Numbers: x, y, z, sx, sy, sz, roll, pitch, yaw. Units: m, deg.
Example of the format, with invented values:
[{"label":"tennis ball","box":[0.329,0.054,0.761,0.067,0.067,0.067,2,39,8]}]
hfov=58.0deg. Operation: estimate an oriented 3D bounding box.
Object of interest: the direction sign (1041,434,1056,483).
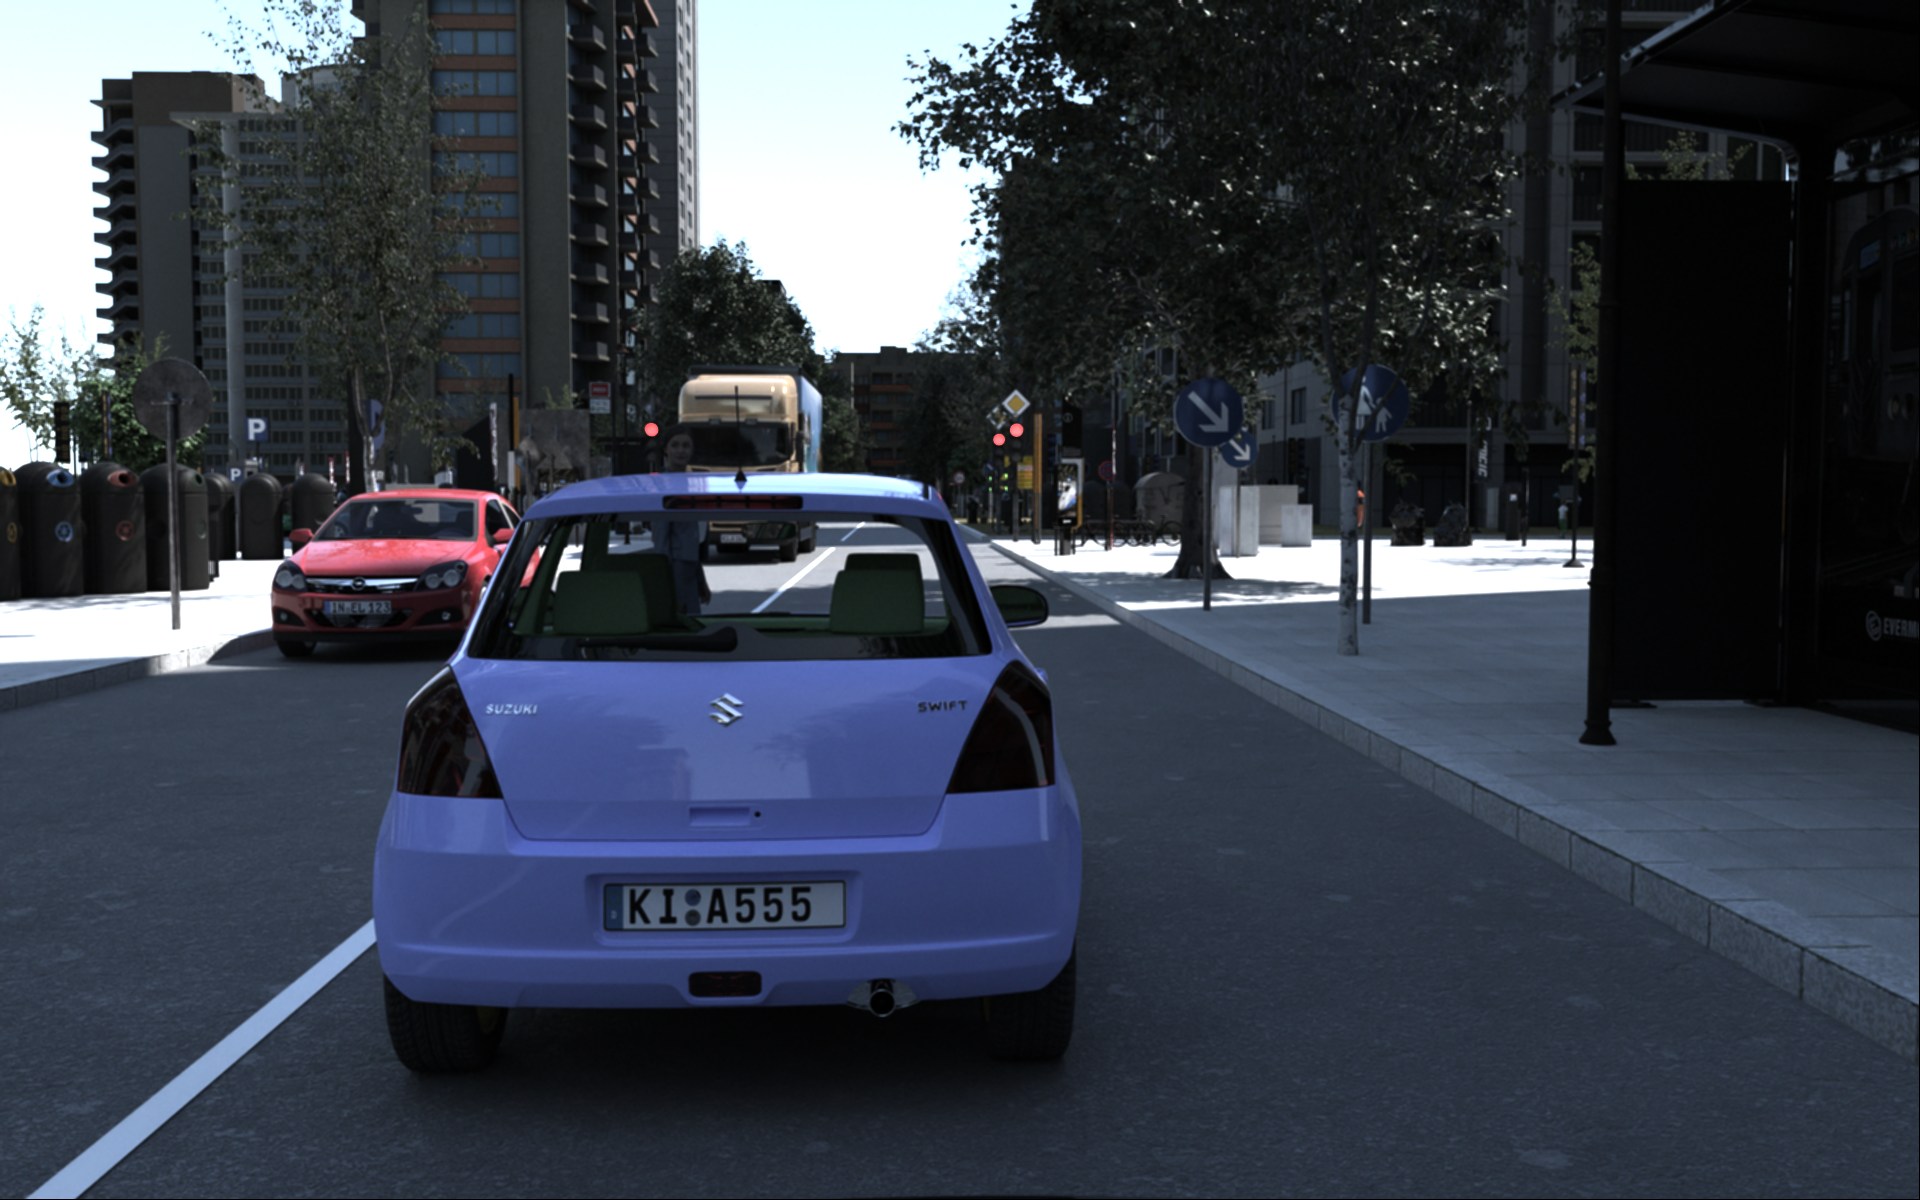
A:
[{"label":"direction sign","box":[3.202,-4.497,65.518,0.876,3.537,0.379,1,4,15]}]

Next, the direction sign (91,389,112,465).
[{"label":"direction sign","box":[-18.604,-2.803,37.823,0.379,3.537,0.876,-1,4,-16]}]

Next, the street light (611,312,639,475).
[{"label":"street light","box":[-8.511,-4.363,44.123,0.468,5.910,1.993,0,4,-2]}]

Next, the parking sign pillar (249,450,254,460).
[{"label":"parking sign pillar","box":[-42.732,-7.072,104.093,1.447,3.967,1.447,-1,4,-11]}]

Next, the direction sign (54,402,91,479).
[{"label":"direction sign","box":[-21.816,-3.101,42.705,0.876,3.537,0.379,-1,4,-9]}]

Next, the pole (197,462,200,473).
[{"label":"pole","box":[-47.584,-7.002,108.333,0.158,3.312,0.155,0,3,0]}]

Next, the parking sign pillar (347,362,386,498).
[{"label":"parking sign pillar","box":[-12.335,-2.910,36.044,1.447,3.967,1.447,0,4,-4]}]

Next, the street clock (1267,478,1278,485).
[{"label":"street clock","box":[14.160,-4.521,78.493,0.471,2.002,0.358,0,4,-2]}]

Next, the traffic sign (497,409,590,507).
[{"label":"traffic sign","box":[-10.017,-2.924,41.683,2.265,3.308,0.079,0,4,5]}]

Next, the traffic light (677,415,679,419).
[{"label":"traffic light","box":[-8.413,-3.982,54.018,0.839,4.253,0.868,0,4,-2]}]

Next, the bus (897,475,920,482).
[{"label":"bus","box":[-5.294,-10.843,172.144,2.948,3.499,13.247,0,4,-3]}]

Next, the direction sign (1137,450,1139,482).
[{"label":"direction sign","box":[9.192,-5.993,89.990,0.379,3.537,0.876,0,4,0]}]

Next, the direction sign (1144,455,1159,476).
[{"label":"direction sign","box":[11.041,-6.589,99.733,0.876,3.537,0.379,2,4,24]}]

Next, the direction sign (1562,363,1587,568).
[{"label":"direction sign","box":[10.748,-2.338,30.229,0.379,3.537,0.876,3,4,37]}]

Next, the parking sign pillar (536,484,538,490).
[{"label":"parking sign pillar","box":[-26.144,-7.216,106.453,1.447,3.967,1.447,-3,5,-45]}]

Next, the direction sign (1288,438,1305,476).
[{"label":"direction sign","box":[13.560,-4.764,69.882,0.876,3.537,0.379,-2,4,-33]}]

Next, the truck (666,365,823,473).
[{"label":"truck","box":[-4.712,-3.126,40.026,2.839,4.237,11.283,0,4,-1]}]

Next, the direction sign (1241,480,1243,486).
[{"label":"direction sign","box":[6.435,-2.907,39.525,0.379,3.537,0.876,1,4,14]}]

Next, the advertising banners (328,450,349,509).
[{"label":"advertising banners","box":[-24.415,-4.401,68.143,0.090,3.025,2.074,1,4,10]}]

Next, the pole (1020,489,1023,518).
[{"label":"pole","box":[3.358,-6.103,93.620,0.158,3.312,0.155,0,3,0]}]

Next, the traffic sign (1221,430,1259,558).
[{"label":"traffic sign","box":[5.555,-2.107,34.554,0.768,2.556,0.104,0,3,0]}]

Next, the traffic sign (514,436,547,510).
[{"label":"traffic sign","box":[-8.616,-2.040,34.541,0.795,2.450,0.064,0,4,4]}]

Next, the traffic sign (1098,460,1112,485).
[{"label":"traffic sign","box":[5.597,-3.995,65.425,0.768,2.556,0.104,0,4,0]}]

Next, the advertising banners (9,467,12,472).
[{"label":"advertising banners","box":[-61.274,-7.038,111.263,2.074,3.025,0.090,3,5,40]}]

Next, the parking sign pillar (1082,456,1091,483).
[{"label":"parking sign pillar","box":[7.110,-6.836,100.244,1.447,3.967,1.447,2,4,28]}]

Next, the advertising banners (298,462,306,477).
[{"label":"advertising banners","box":[-36.634,-6.043,94.983,2.074,3.025,0.090,2,4,25]}]

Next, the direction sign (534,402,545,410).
[{"label":"direction sign","box":[-10.425,-3.122,43.037,0.379,3.537,0.876,-2,4,-29]}]

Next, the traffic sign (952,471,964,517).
[{"label":"traffic sign","box":[-0.037,-5.915,96.818,0.768,2.556,0.104,0,4,6]}]

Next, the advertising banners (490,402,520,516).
[{"label":"advertising banners","box":[-8.561,-2.223,32.540,0.090,3.025,2.074,-2,4,-27]}]

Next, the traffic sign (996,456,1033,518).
[{"label":"traffic sign","box":[3.021,-5.983,91.693,2.265,3.308,0.079,0,4,3]}]

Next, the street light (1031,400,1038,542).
[{"label":"street light","box":[1.981,-4.481,46.050,0.468,5.910,1.993,0,4,-2]}]

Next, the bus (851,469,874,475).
[{"label":"bus","box":[-8.601,-9.347,147.690,2.948,3.499,13.247,0,4,-1]}]

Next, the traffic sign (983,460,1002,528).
[{"label":"traffic sign","box":[1.234,-3.943,64.580,0.768,2.556,0.104,0,4,0]}]

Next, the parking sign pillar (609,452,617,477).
[{"label":"parking sign pillar","box":[-20.418,-6.949,102.093,1.447,3.967,1.447,-3,5,-41]}]

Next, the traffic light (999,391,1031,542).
[{"label":"traffic light","box":[1.477,-3.515,46.397,0.839,4.253,0.868,0,4,-2]}]

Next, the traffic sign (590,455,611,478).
[{"label":"traffic sign","box":[-11.805,-3.464,56.742,0.768,2.556,0.104,0,4,3]}]

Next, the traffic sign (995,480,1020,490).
[{"label":"traffic sign","box":[2.946,-7.325,113.629,2.265,3.308,0.079,0,4,2]}]

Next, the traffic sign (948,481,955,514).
[{"label":"traffic sign","box":[-0.326,-6.725,109.964,0.884,2.594,0.081,0,4,6]}]

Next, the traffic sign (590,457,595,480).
[{"label":"traffic sign","box":[-12.765,-3.653,59.837,0.768,2.556,0.104,0,4,5]}]

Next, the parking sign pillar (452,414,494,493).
[{"label":"parking sign pillar","box":[-15.993,-4.184,56.874,1.447,3.967,1.447,-3,5,-41]}]

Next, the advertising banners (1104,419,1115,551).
[{"label":"advertising banners","box":[3.449,-2.657,39.631,0.090,3.025,2.074,1,4,10]}]

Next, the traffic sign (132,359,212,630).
[{"label":"traffic sign","box":[-7.416,-0.991,16.314,0.768,2.556,0.104,0,4,3]}]

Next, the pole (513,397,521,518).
[{"label":"pole","box":[-9.355,-2.608,36.486,0.158,3.312,0.155,0,3,0]}]

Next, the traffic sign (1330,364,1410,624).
[{"label":"traffic sign","box":[4.022,-1.037,17.060,0.768,2.556,0.104,0,4,7]}]

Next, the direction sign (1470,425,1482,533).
[{"label":"direction sign","box":[16.968,-3.965,56.831,0.876,3.537,0.379,-3,5,-45]}]

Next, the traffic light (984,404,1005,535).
[{"label":"traffic light","box":[1.192,-4.003,54.377,0.839,4.253,0.868,0,4,-2]}]

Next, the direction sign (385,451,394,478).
[{"label":"direction sign","box":[-29.873,-6.025,90.498,0.876,3.537,0.379,-1,4,-14]}]

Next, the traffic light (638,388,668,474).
[{"label":"traffic light","box":[-8.127,-3.493,46.038,0.839,4.253,0.868,0,4,-2]}]

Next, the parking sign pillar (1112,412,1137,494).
[{"label":"parking sign pillar","box":[5.450,-4.224,57.529,1.447,3.967,1.447,-1,4,-13]}]

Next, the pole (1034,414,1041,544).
[{"label":"pole","box":[1.977,-3.080,44.194,0.158,3.312,0.155,0,3,0]}]

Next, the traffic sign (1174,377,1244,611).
[{"label":"traffic sign","box":[2.719,-1.156,19.000,0.768,2.556,0.104,0,4,1]}]

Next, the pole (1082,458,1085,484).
[{"label":"pole","box":[6.844,-6.288,96.659,0.158,3.312,0.155,0,3,0]}]

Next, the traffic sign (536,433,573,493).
[{"label":"traffic sign","box":[-8.645,-2.245,36.702,0.884,2.594,0.081,0,4,0]}]
